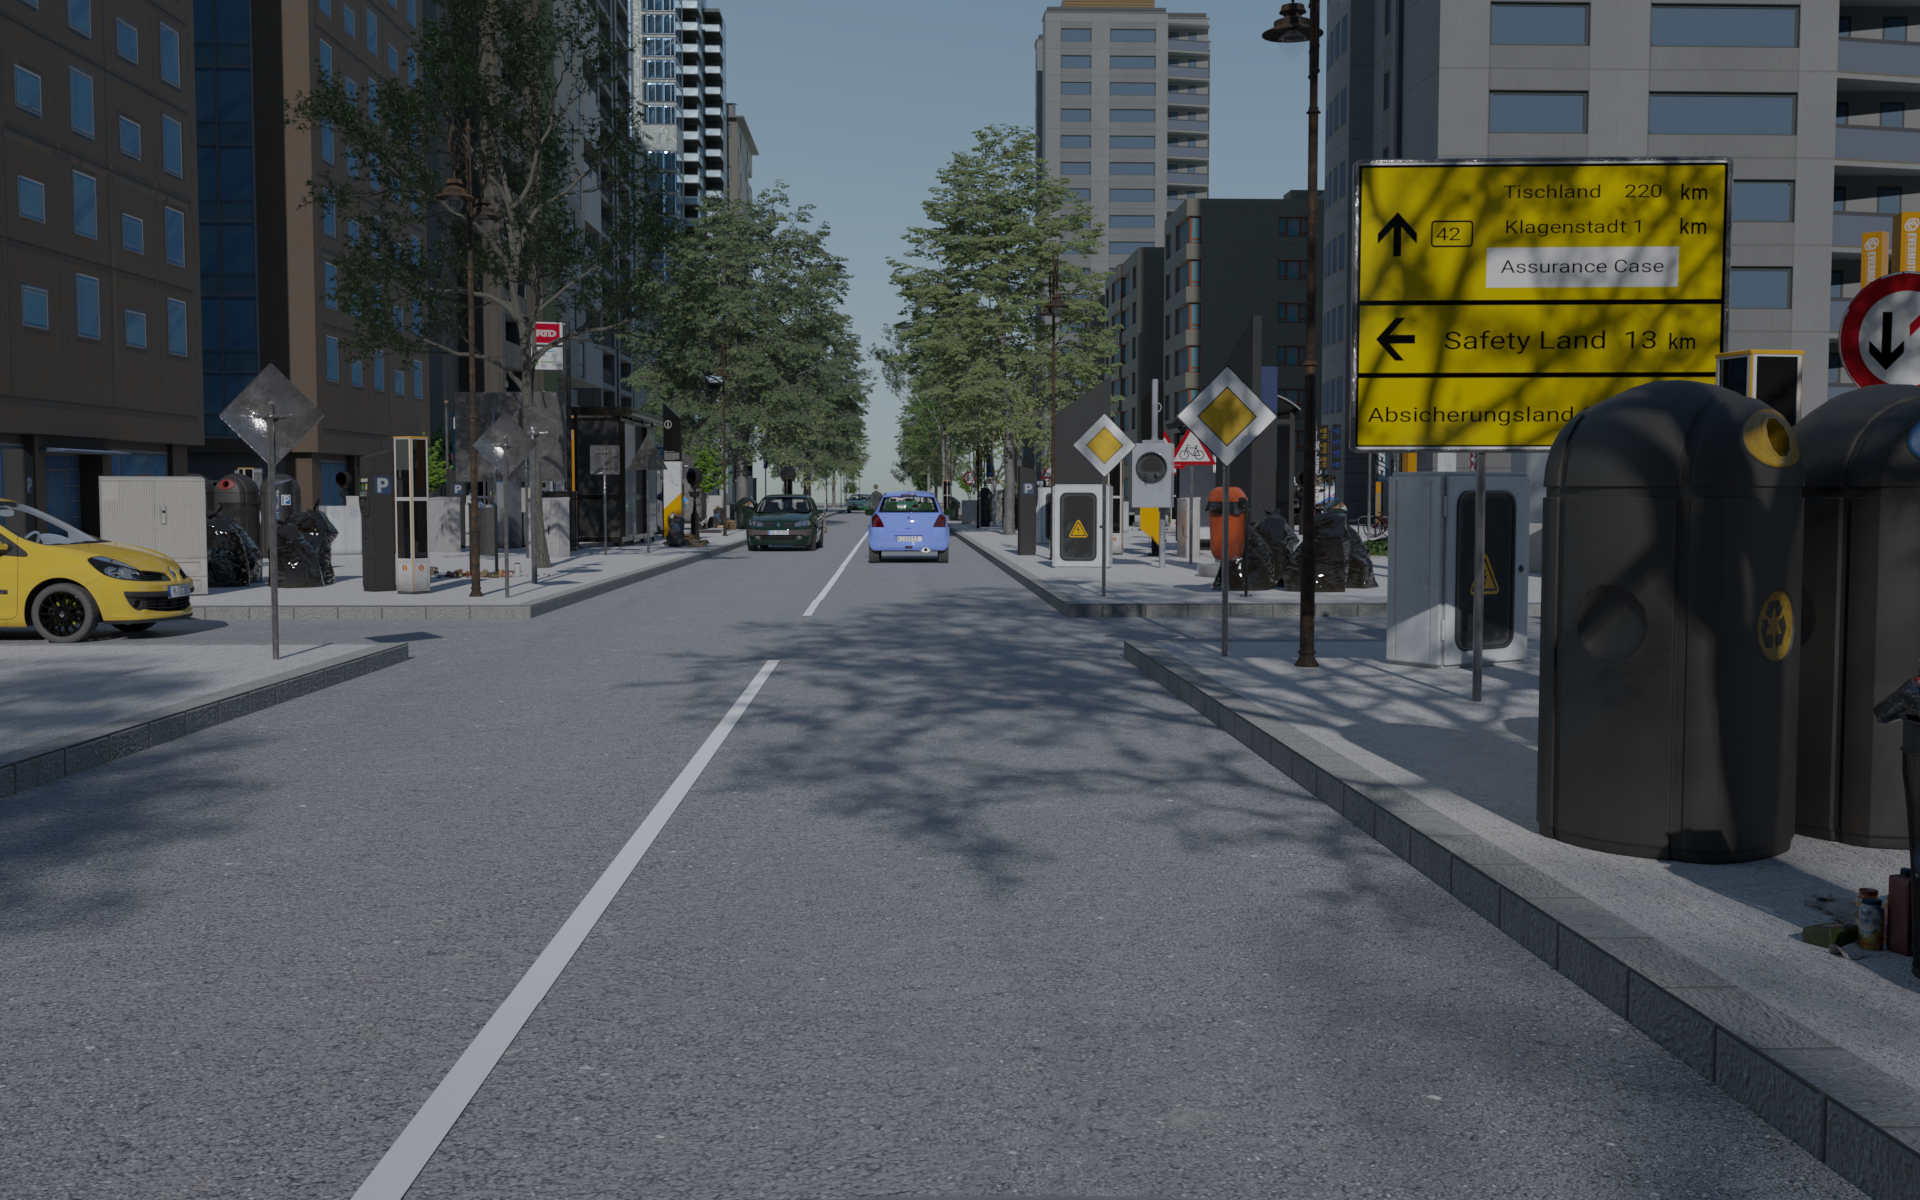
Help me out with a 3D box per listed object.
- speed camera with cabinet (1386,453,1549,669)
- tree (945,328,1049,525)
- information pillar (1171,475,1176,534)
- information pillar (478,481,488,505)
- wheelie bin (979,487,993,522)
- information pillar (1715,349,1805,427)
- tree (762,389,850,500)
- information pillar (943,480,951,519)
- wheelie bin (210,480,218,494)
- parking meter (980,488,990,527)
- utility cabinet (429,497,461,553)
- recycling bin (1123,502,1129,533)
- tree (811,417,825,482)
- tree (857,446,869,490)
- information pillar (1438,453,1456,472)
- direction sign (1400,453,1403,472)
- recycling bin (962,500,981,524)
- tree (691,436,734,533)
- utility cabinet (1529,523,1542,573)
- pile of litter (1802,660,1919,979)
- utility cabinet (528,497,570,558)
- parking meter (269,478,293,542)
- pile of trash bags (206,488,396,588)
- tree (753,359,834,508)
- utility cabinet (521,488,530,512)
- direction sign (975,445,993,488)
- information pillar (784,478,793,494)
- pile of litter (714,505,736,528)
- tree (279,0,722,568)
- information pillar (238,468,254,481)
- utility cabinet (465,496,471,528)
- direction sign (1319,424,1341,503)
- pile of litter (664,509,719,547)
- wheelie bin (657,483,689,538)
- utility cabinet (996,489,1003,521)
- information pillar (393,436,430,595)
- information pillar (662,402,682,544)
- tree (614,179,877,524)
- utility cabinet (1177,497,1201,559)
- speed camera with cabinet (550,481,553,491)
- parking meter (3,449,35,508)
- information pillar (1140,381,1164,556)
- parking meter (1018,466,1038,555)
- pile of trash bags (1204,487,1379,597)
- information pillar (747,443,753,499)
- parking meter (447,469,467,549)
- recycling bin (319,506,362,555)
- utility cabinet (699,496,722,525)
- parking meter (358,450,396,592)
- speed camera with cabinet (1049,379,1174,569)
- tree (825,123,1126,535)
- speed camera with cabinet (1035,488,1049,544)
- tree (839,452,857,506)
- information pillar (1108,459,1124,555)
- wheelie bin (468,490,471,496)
[{"bbox_3d":[4.210,-1.159,13.291,2.038,3.252,0.660,-2,4,-33],"label":"speed camera with cabinet"},{"bbox_3d":[1.664,-7.412,71.545,4.737,8.622,4.395,0,3,0],"label":"tree"},{"bbox_3d":[7.030,-3.164,56.223,0.304,2.012,0.304,2,4,26],"label":"information pillar"},{"bbox_3d":[-10.314,-2.000,37.198,0.304,2.012,0.304,0,4,-3],"label":"information pillar"},{"bbox_3d":[1.216,-4.382,79.550,0.693,1.594,0.980,1,4,14],"label":"wheelie bin"},{"bbox_3d":[4.123,-0.276,8.997,0.304,2.012,0.304,-1,4,-11],"label":"information pillar"},{"bbox_3d":[-9.678,-9.394,103.951,4.360,8.622,3.978,0,3,0],"label":"tree"},{"bbox_3d":[-0.703,-5.290,90.979,0.304,2.012,0.304,2,4,32],"label":"information pillar"},{"bbox_3d":[-17.163,-1.945,39.714,0.693,1.594,0.980,0,4,8],"label":"wheelie bin"},{"bbox_3d":[0.987,-3.629,67.749,0.372,1.533,0.369,0,3,0],"label":"parking meter"},{"bbox_3d":[-11.398,-1.656,38.245,0.306,1.237,1.020,-3,5,-43],"label":"utility cabinet"},{"bbox_3d":[5.132,-2.761,57.692,0.722,1.027,0.722,-3,5,-43],"label":"recycling bin"},{"bbox_3d":[-12.358,-15.624,173.580,7.486,12.596,7.792,0,3,0],"label":"tree"},{"bbox_3d":[-12.220,-14.454,186.677,4.737,8.622,4.395,0,3,0],"label":"tree"},{"bbox_3d":[7.621,-2.188,27.122,0.183,3.616,0.504,3,5,41],"label":"information pillar"},{"bbox_3d":[15.886,-4.298,62.267,0.379,3.537,0.876,0,4,7],"label":"direction sign"},{"bbox_3d":[0.554,-3.725,73.453,0.722,1.027,0.722,3,5,44],"label":"recycling bin"},{"bbox_3d":[-8.277,-3.839,57.362,1.663,3.219,1.824,0,3,0],"label":"tree"},{"bbox_3d":[9.630,-1.022,27.864,0.306,1.237,1.020,-3,4,-38],"label":"utility cabinet"},{"bbox_3d":[2.943,0.573,4.602,1.176,0.858,1.719,1,4,11],"label":"pile of litter"},{"bbox_3d":[-8.401,-1.476,35.288,1.020,1.237,0.306,3,4,37],"label":"utility cabinet"},{"bbox_3d":[-10.930,-1.192,27.898,0.372,1.533,0.369,0,3,0],"label":"parking meter"},{"bbox_3d":[-9.194,-0.895,24.391,3.447,1.369,1.912,0,4,4],"label":"pile of trash bags"},{"bbox_3d":[-9.442,-8.737,93.204,4.737,8.622,4.395,0,3,0],"label":"tree"},{"bbox_3d":[-15.332,-3.157,60.294,1.173,1.500,0.318,3,5,39],"label":"utility cabinet"},{"bbox_3d":[1.131,-5.418,80.580,0.876,3.537,0.379,1,4,22],"label":"direction sign"},{"bbox_3d":[-7.767,-4.518,78.358,0.304,2.012,0.304,-2,4,-32],"label":"information pillar"},{"bbox_3d":[-8.904,-3.159,65.612,1.176,0.858,1.719,3,4,38],"label":"pile of litter"},{"bbox_3d":[-7.604,-5.833,29.790,7.601,10.594,8.767,0,4,-4],"label":"tree"},{"bbox_3d":[-19.999,-2.695,48.561,0.304,2.012,0.304,3,4,37],"label":"information pillar"},{"bbox_3d":[-18.720,-3.298,65.086,1.020,1.237,0.306,-2,4,-24],"label":"utility cabinet"},{"bbox_3d":[12.059,-3.946,56.516,0.379,3.537,0.876,-3,4,-38],"label":"direction sign"},{"bbox_3d":[-6.723,-1.746,42.511,1.176,0.858,1.719,0,4,2],"label":"pile of litter"},{"bbox_3d":[-8.489,-2.643,51.117,0.980,1.594,0.693,0,4,-4],"label":"wheelie bin"},{"bbox_3d":[2.160,-4.469,81.754,0.318,1.500,1.173,-2,4,-31],"label":"utility cabinet"},{"bbox_3d":[-7.029,-1.084,22.220,0.304,2.012,0.304,2,4,28],"label":"information pillar"},{"bbox_3d":[-7.362,-3.238,44.298,0.504,3.616,0.183,1,4,16],"label":"information pillar"},{"bbox_3d":[-9.003,-10.006,70.248,9.857,13.997,8.962,0,3,0],"label":"tree"},{"bbox_3d":[4.593,-1.451,34.884,0.306,1.237,1.020,0,4,-3],"label":"utility cabinet"},{"bbox_3d":[-19.042,-5.302,81.020,2.038,3.252,0.660,3,4,38],"label":"speed camera with cabinet"},{"bbox_3d":[-12.320,-1.040,22.713,0.255,1.863,0.399,-1,4,-11],"label":"parking meter"},{"bbox_3d":[3.979,-2.718,35.799,0.504,3.616,0.183,0,4,3],"label":"information pillar"},{"bbox_3d":[1.418,-1.868,36.253,0.399,1.863,0.255,-1,4,-8],"label":"parking meter"},{"bbox_3d":[4.181,-0.808,22.961,1.912,1.369,3.447,2,4,34],"label":"pile of trash bags"},{"bbox_3d":[-9.632,-5.341,78.674,0.504,3.616,0.183,0,4,-5],"label":"information pillar"},{"bbox_3d":[-11.855,-2.146,40.806,0.399,1.863,0.255,-3,4,-37],"label":"parking meter"},{"bbox_3d":[-13.133,-1.479,36.730,0.722,1.027,0.722,-2,4,-34],"label":"recycling bin"},{"bbox_3d":[-10.089,-3.586,69.792,1.020,1.237,0.306,0,4,-6],"label":"utility cabinet"},{"bbox_3d":[-7.674,-1.046,22.806,0.255,1.863,0.399,3,5,42],"label":"parking meter"},{"bbox_3d":[2.645,-2.174,29.887,2.038,3.252,0.660,1,4,12],"label":"speed camera with cabinet"},{"bbox_3d":[1.133,-8.315,54.084,7.486,12.596,7.792,0,3,0],"label":"tree"},{"bbox_3d":[2.792,-3.089,44.839,2.038,3.252,0.660,-2,4,-32],"label":"speed camera with cabinet"},{"bbox_3d":[-12.348,-12.552,155.592,4.737,8.622,4.395,0,3,0],"label":"tree"},{"bbox_3d":[3.278,-1.956,36.475,0.304,2.012,0.304,1,4,13],"label":"information pillar"},{"bbox_3d":[-18.534,-3.584,66.500,0.693,1.594,0.980,-1,4,-21],"label":"wheelie bin"}]
